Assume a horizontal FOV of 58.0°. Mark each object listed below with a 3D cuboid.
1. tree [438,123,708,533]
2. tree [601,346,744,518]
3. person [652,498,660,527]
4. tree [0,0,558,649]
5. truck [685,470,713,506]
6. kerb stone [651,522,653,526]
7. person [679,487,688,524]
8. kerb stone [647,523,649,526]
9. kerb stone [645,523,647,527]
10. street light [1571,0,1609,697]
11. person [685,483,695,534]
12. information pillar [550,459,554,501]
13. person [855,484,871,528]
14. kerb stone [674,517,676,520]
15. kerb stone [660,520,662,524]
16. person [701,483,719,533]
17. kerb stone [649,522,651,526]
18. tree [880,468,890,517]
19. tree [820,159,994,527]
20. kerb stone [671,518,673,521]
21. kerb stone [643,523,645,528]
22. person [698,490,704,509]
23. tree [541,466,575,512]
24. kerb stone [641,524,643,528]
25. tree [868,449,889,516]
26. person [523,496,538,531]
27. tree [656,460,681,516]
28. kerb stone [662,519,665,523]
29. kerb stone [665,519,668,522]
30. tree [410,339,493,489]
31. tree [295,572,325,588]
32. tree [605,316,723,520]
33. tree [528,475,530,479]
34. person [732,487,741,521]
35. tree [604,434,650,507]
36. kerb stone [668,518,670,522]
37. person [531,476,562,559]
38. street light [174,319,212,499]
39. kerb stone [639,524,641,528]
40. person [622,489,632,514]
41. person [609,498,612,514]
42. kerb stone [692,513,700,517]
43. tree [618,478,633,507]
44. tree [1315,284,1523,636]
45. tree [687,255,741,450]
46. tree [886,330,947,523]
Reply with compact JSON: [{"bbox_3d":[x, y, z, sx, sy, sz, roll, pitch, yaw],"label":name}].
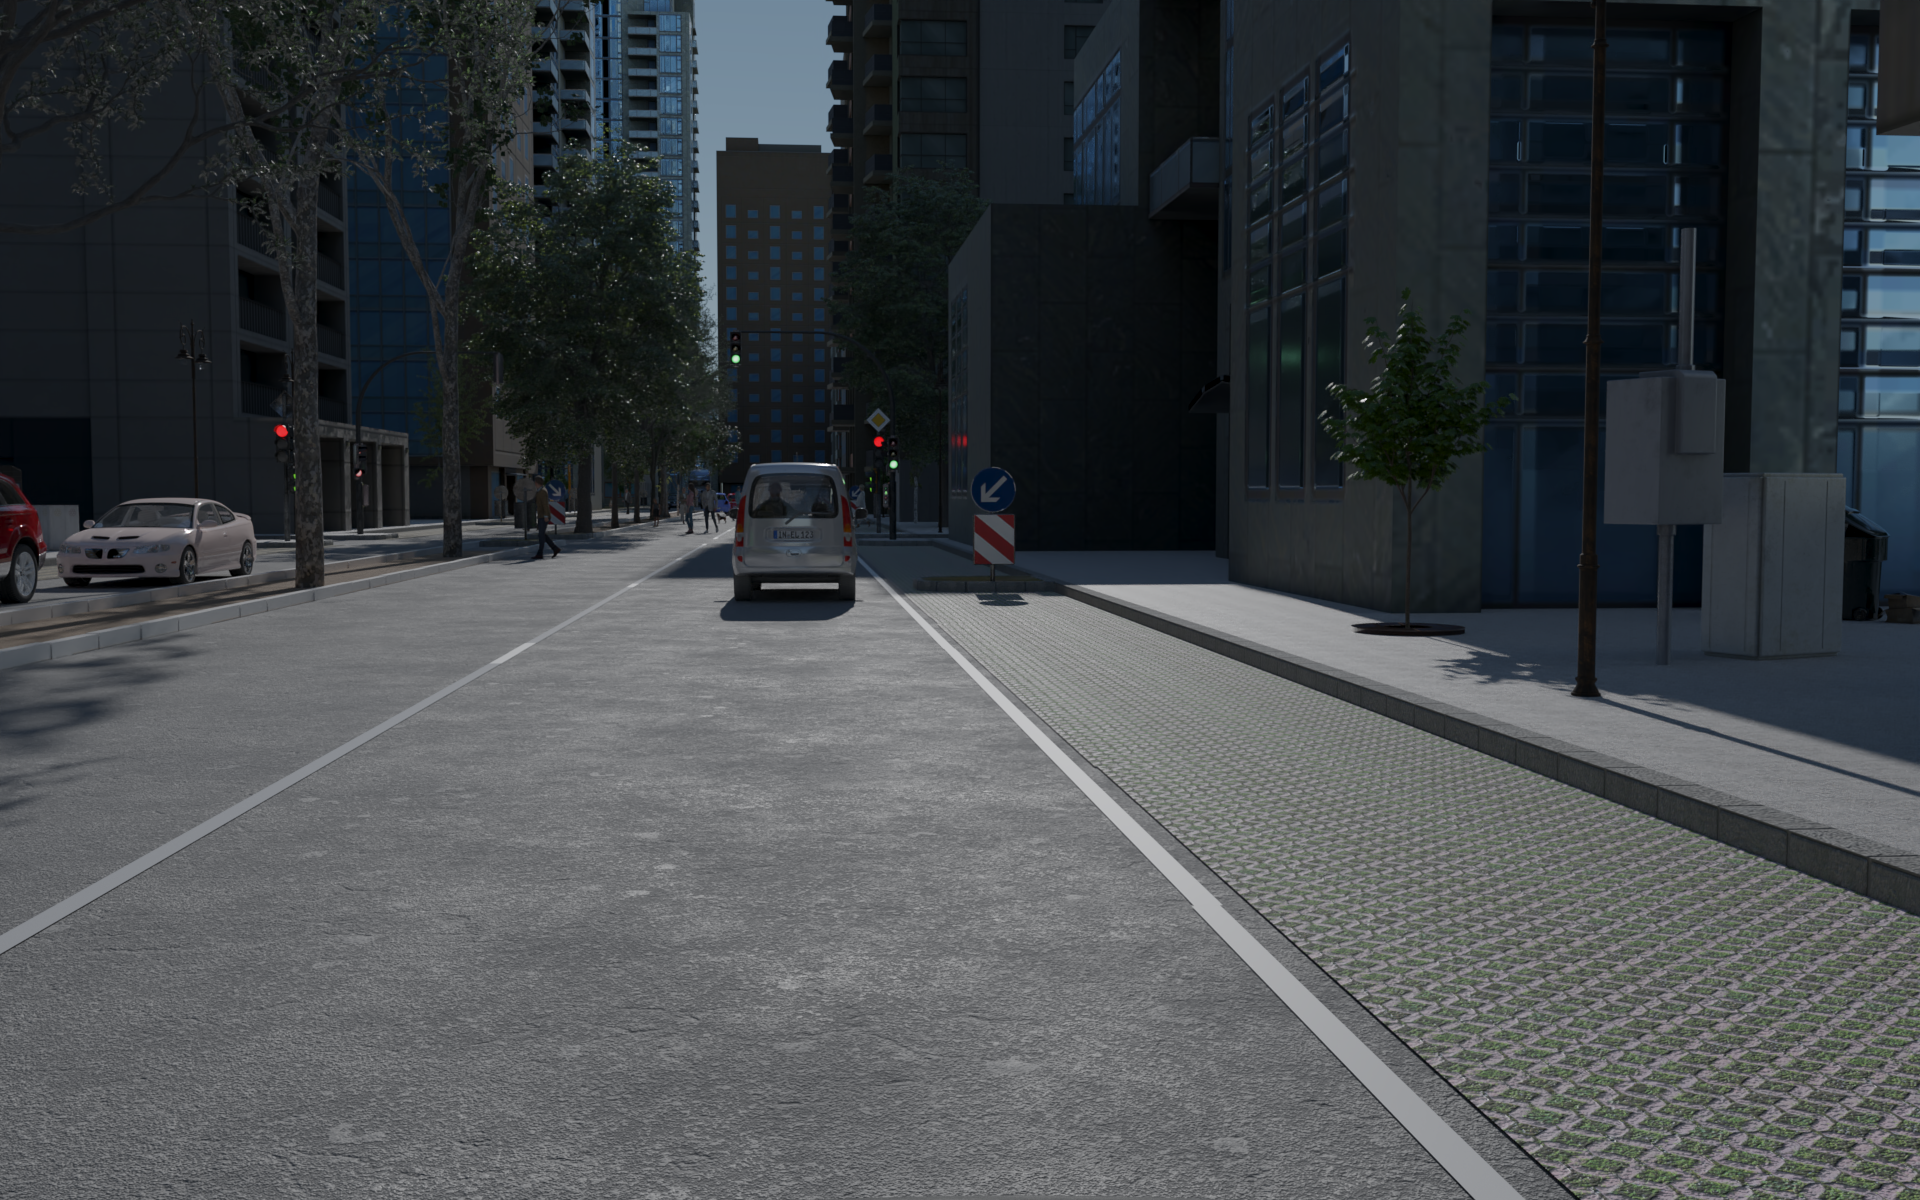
[{"bbox_3d":[-13.237,-9.259,60.489,9.857,13.997,8.962,0,3,0],"label":"tree"},{"bbox_3d":[-17.921,-11.318,104.510,9.611,12.733,9.660,0,3,0],"label":"tree"},{"bbox_3d":[-13.279,-3.825,75.706,0.362,1.253,0.373,1,4,13],"label":"person"},{"bbox_3d":[-8.741,-6.226,14.624,12.009,13.543,11.850,0,3,0],"label":"tree"},{"bbox_3d":[-29.501,-12.692,197.264,2.967,4.110,18.799,0,4,-7],"label":"truck"},{"bbox_3d":[-13.903,-3.371,77.306,0.120,0.150,1.000,0,4,-5],"label":"kerb stone"},{"bbox_3d":[-13.202,-4.519,82.942,0.519,1.759,0.362,-2,4,-28],"label":"person"},{"bbox_3d":[-13.710,-3.245,75.256,0.120,0.150,1.000,0,4,-5],"label":"kerb stone"},{"bbox_3d":[-13.614,-3.183,74.238,0.120,0.150,1.000,0,4,-5],"label":"kerb stone"},{"bbox_3d":[3.983,-2.328,10.844,0.468,5.910,1.993,0,4,-5],"label":"street light"},{"bbox_3d":[-9.734,-3.300,62.458,0.388,1.821,0.555,-1,4,-12],"label":"person"},{"bbox_3d":[-25.832,-7.233,109.617,0.183,3.616,0.504,0,4,7],"label":"information pillar"},{"bbox_3d":[-4.106,-3.964,73.187,0.818,1.842,0.514,-2,4,-26],"label":"person"},{"bbox_3d":[-15.275,-4.241,91.616,0.120,0.150,1.000,0,4,-5],"label":"kerb stone"},{"bbox_3d":[-14.400,-3.683,82.407,0.120,0.150,1.000,0,4,-5],"label":"kerb stone"},{"bbox_3d":[-9.246,-3.409,64.083,0.661,1.843,0.795,1,4,15],"label":"person"},{"bbox_3d":[-13.816,-3.308,76.278,0.120,0.150,1.000,0,4,-5],"label":"kerb stone"},{"bbox_3d":[-3.922,-6.289,97.423,1.663,3.219,1.824,0,3,0],"label":"tree"},{"bbox_3d":[-0.448,-9.770,66.394,9.857,13.997,8.962,0,3,0],"label":"tree"},{"bbox_3d":[-15.081,-4.120,89.559,0.120,0.150,1.000,0,4,-5],"label":"kerb stone"},{"bbox_3d":[-13.519,-3.120,73.214,0.120,0.150,1.000,0,4,-5],"label":"kerb stone"},{"bbox_3d":[-24.368,-9.504,163.893,1.348,1.823,0.705,3,5,41],"label":"person"},{"bbox_3d":[-28.637,-7.913,123.975,1.663,3.219,1.824,0,3,0],"label":"tree"},{"bbox_3d":[-13.420,-3.049,72.187,0.120,0.150,1.000,0,4,-5],"label":"kerb stone"},{"bbox_3d":[-3.712,-7.181,101.129,4.285,4.588,4.351,0,3,0],"label":"tree"},{"bbox_3d":[-16.595,-3.587,67.108,0.822,1.834,0.622,-3,5,-42],"label":"person"},{"bbox_3d":[-18.483,-9.815,113.290,4.360,8.622,3.978,0,3,0],"label":"tree"},{"bbox_3d":[-14.602,-3.808,84.451,0.120,0.150,1.000,0,4,-5],"label":"kerb stone"},{"bbox_3d":[-14.790,-3.930,86.498,0.120,0.150,1.000,0,4,-5],"label":"kerb stone"},{"bbox_3d":[-24.467,-8.113,83.013,4.737,8.622,4.395,0,3,0],"label":"tree"},{"bbox_3d":[-11.236,-10.292,26.626,12.611,20.169,13.585,0,3,0],"label":"tree"},{"bbox_3d":[-16.760,-10.186,94.758,9.928,11.665,9.643,0,3,0],"label":"tree"},{"bbox_3d":[-27.142,-9.445,104.789,4.737,8.622,4.395,0,3,0],"label":"tree"},{"bbox_3d":[-12.086,-5.239,94.025,0.748,1.841,0.638,-1,4,-16],"label":"person"},{"bbox_3d":[-32.352,-15.215,166.892,7.486,12.596,7.792,0,3,0],"label":"tree"},{"bbox_3d":[-14.888,-3.995,87.521,0.120,0.150,1.000,0,4,-5],"label":"kerb stone"},{"bbox_3d":[-9.246,-1.839,38.484,0.656,1.842,0.836,3,5,41],"label":"person"},{"bbox_3d":[-20.258,-4.469,45.862,0.468,5.910,1.993,0,4,-5],"label":"street light"},{"bbox_3d":[-13.321,-2.995,71.156,0.120,0.150,1.000,0,4,-5],"label":"kerb stone"},{"bbox_3d":[-23.551,-6.945,122.455,0.661,1.777,0.834,1,4,13],"label":"person"},{"bbox_3d":[-23.361,-6.268,115.988,0.505,1.210,0.382,3,5,43],"label":"person"},{"bbox_3d":[-17.536,-5.674,115.102,0.120,0.150,1.000,0,4,-5],"label":"kerb stone"},{"bbox_3d":[-33.616,-10.951,173.655,1.663,3.219,1.824,0,3,0],"label":"tree"},{"bbox_3d":[4.152,-1.319,16.172,1.663,3.219,1.824,0,3,0],"label":"tree"},{"bbox_3d":[-14.299,-9.703,71.464,12.009,13.543,11.850,0,3,0],"label":"tree"},{"bbox_3d":[-1.720,-7.657,75.559,4.737,8.622,4.395,0,3,0],"label":"tree"}]
